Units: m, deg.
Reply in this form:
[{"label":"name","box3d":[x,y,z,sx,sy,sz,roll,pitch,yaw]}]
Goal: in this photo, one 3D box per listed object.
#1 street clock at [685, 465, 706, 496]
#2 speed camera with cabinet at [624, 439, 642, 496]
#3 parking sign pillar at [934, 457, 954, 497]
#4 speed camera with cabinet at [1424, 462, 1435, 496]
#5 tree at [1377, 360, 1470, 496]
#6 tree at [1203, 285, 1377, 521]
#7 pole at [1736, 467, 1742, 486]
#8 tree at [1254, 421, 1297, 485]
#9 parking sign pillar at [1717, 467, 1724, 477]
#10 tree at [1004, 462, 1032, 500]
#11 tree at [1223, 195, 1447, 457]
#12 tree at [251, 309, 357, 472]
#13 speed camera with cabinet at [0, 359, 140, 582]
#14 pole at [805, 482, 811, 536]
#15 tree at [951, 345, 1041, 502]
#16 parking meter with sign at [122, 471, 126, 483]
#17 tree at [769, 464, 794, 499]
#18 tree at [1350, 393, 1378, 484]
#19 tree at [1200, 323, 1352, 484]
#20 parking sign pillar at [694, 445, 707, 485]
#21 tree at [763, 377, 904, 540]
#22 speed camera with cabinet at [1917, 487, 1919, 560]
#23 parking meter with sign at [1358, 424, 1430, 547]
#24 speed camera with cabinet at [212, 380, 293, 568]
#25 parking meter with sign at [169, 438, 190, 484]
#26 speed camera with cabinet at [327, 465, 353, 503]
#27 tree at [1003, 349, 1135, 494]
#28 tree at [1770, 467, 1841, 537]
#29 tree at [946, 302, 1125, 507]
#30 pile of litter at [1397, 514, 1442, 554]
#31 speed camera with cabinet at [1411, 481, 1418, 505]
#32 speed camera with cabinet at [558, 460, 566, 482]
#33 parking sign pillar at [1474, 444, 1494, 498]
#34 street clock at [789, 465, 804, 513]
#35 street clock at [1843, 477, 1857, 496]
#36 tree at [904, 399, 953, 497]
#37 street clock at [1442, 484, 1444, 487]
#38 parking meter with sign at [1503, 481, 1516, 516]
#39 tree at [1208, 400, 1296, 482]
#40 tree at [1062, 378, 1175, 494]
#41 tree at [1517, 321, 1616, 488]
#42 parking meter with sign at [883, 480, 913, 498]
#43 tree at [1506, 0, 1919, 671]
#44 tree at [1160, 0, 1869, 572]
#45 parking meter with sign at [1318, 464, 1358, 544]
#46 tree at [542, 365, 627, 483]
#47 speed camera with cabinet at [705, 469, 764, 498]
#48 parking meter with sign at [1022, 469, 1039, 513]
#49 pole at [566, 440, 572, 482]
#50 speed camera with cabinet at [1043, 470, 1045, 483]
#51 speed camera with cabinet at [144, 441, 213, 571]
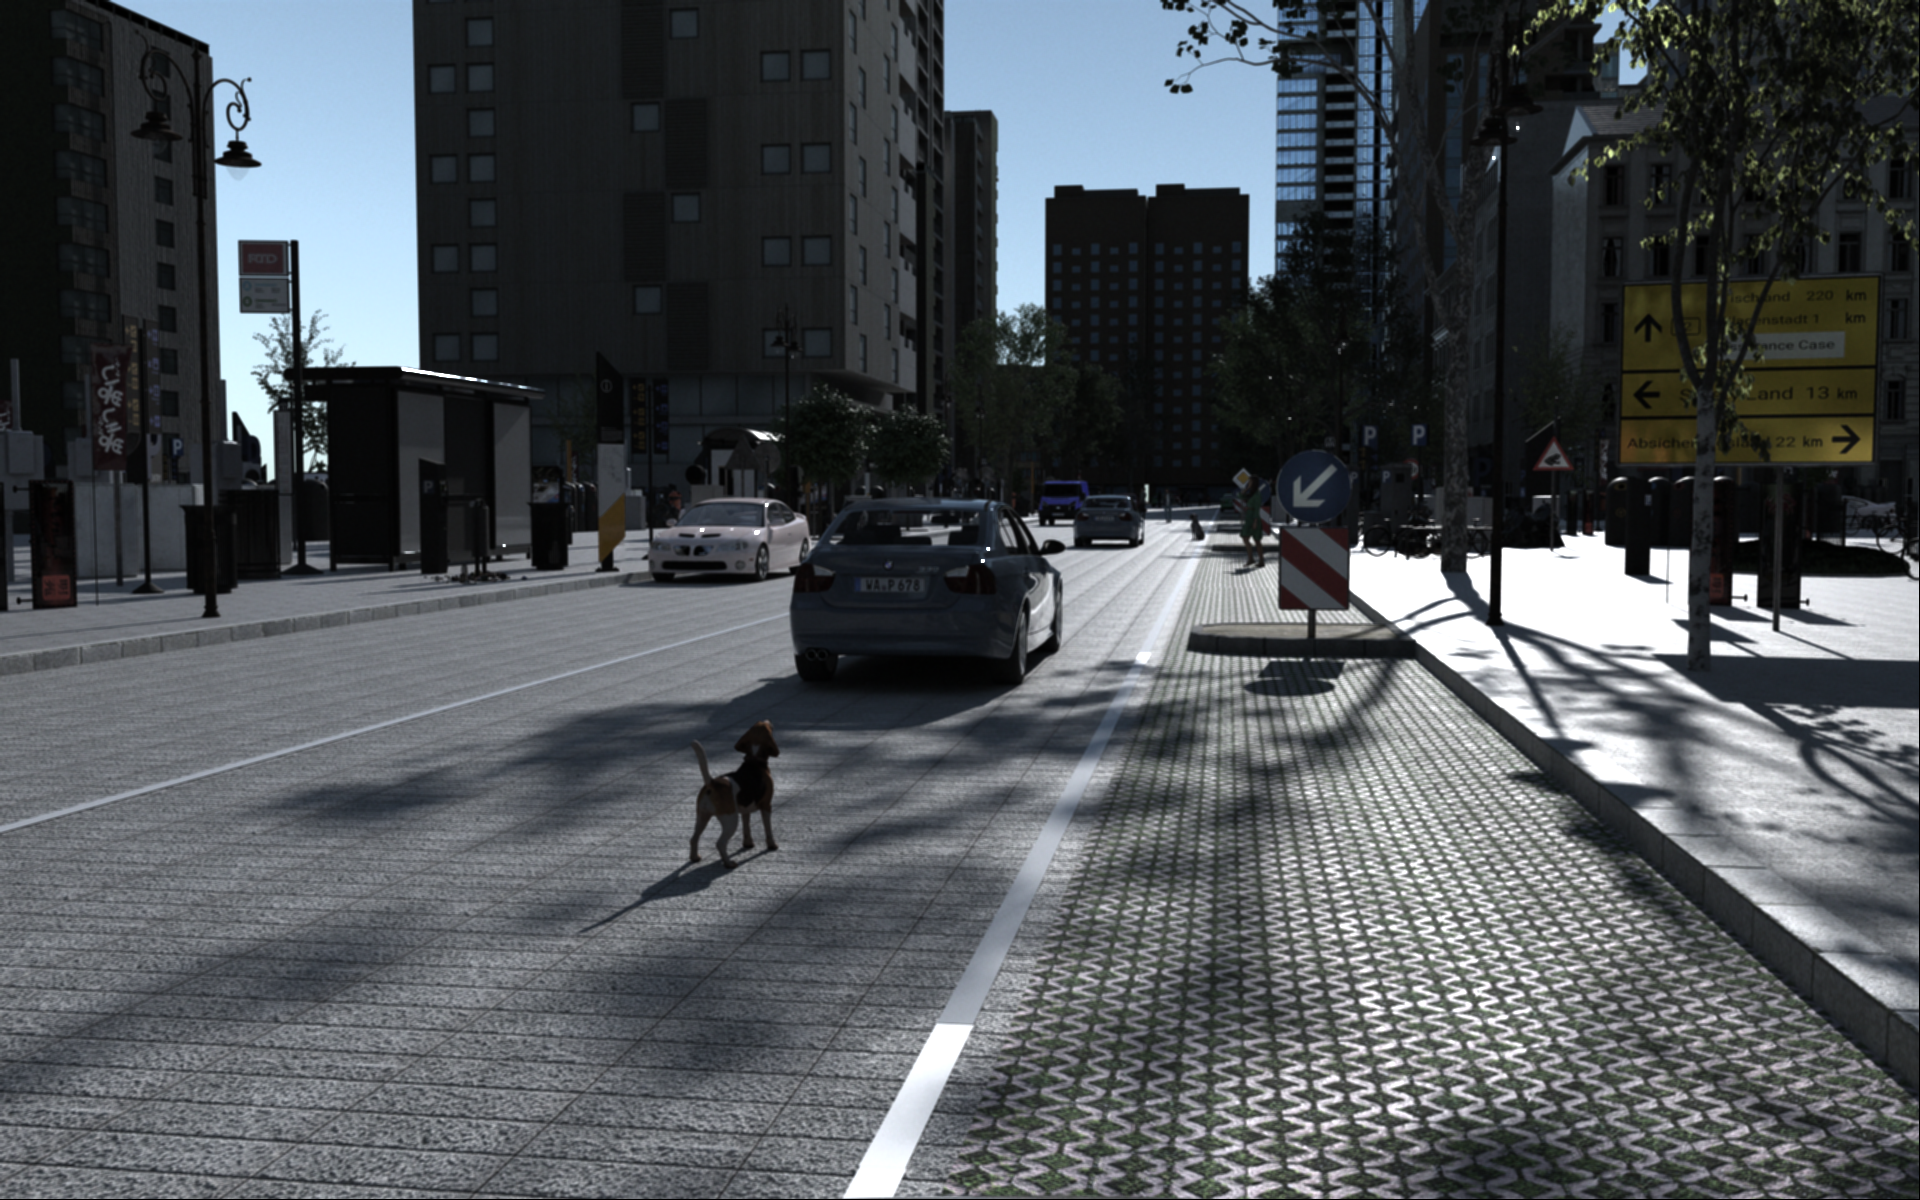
[{"label":"street clock","box3d":[-6.633,-2.382,43.518,0.471,2.002,0.358,1,4,19]},{"label":"speed camera with cabinet","box3d":[-12.195,-4.219,63.322,0.660,3.252,2.038,0,4,7]},{"label":"parking sign pillar","box3d":[-1.031,-7.494,111.006,1.447,3.967,1.447,-2,4,-31]},{"label":"speed camera with cabinet","box3d":[30.008,-6.983,108.516,2.038,3.252,0.660,0,4,-3]},{"label":"tree","box3d":[24.923,-8.733,93.150,4.737,8.622,4.395,0,3,0]},{"label":"tree","box3d":[17.889,-10.140,91.547,9.928,11.665,9.643,0,3,0]},{"label":"pole","box3d":[34.374,-5.052,76.449,0.158,3.312,0.155,0,3,0]},{"label":"tree","box3d":[23.274,-10.940,129.230,4.737,8.622,4.395,0,3,0]},{"label":"parking sign pillar","box3d":[60.983,-9.232,139.423,1.447,3.967,1.447,-2,4,-34]},{"label":"tree","box3d":[3.435,-6.547,101.637,1.663,3.219,1.824,0,3,0]},{"label":"tree","box3d":[11.749,-7.343,54.473,7.601,10.594,8.767,1,4,19]},{"label":"tree","box3d":[-25.637,-7.203,68.131,4.737,8.622,4.395,0,3,0]},{"label":"speed camera with cabinet","box3d":[-13.523,-1.939,26.044,0.660,3.252,2.038,3,5,39]},{"label":"pole","box3d":[-4.626,-3.598,52.678,0.158,3.312,0.155,0,3,0]},{"label":"tree","box3d":[1.810,-8.219,84.735,4.737,8.622,4.395,0,3,0]},{"label":"parking meter with sign","box3d":[-47.134,-6.107,96.105,1.738,3.016,0.543,0,4,4]},{"label":"tree","box3d":[-9.794,-6.515,101.128,1.663,3.219,1.824,0,3,0]},{"label":"tree","box3d":[29.748,-10.440,121.052,4.737,8.622,4.395,0,3,0]},{"label":"tree","box3d":[20.931,-12.656,113.573,9.857,13.997,8.962,0,3,0]},{"label":"parking sign pillar","box3d":[-13.958,-6.481,94.438,1.447,3.967,1.447,-3,5,-43]},{"label":"tree","box3d":[-3.841,-3.974,48.689,4.285,4.588,4.351,0,3,0]},{"label":"speed camera with cabinet","box3d":[18.957,-2.307,32.050,2.038,3.252,0.660,3,4,39]},{"label":"parking meter with sign","box3d":[10.723,-2.840,42.690,1.738,3.016,0.543,-2,4,-31]},{"label":"speed camera with cabinet","box3d":[-12.745,-2.226,30.731,0.660,3.252,2.038,1,4,15]},{"label":"parking meter with sign","box3d":[-23.693,-3.533,54.023,1.738,3.016,0.543,1,4,14]},{"label":"speed camera with cabinet","box3d":[-18.712,-3.552,52.415,0.660,3.252,2.038,-1,4,-11]},{"label":"tree","box3d":[6.434,-10.898,112.596,8.767,10.594,7.601,2,4,24]},{"label":"tree","box3d":[22.189,-3.124,45.677,1.663,3.219,1.824,0,3,0]},{"label":"tree","box3d":[2.822,-10.229,93.006,9.928,11.665,9.643,0,3,0]},{"label":"pile of litter","box3d":[10.195,-1.451,37.688,1.719,0.858,1.176,-2,4,-30]},{"label":"speed camera with cabinet","box3d":[31.965,-7.971,124.658,2.038,3.252,0.660,-2,4,-25]},{"label":"speed camera with cabinet","box3d":[-22.275,-6.421,99.323,2.038,3.252,0.660,0,4,-2]},{"label":"parking sign pillar","box3d":[27.950,-6.332,91.996,1.447,3.967,1.447,-2,4,-35]},{"label":"street clock","box3d":[-4.160,-2.399,43.796,0.358,2.002,0.471,2,4,32]},{"label":"street clock","box3d":[37.336,-4.167,72.706,0.471,2.002,0.358,-1,4,-11]},{"label":"tree","box3d":[-1.892,-4.670,60.063,4.285,4.588,4.351,0,3,0]},{"label":"street clock","box3d":[34.868,-7.367,125.013,0.471,2.002,0.358,1,4,14]},{"label":"parking meter with sign","box3d":[31.438,-6.286,99.033,1.738,3.016,0.543,1,4,22]},{"label":"tree","box3d":[29.188,-15.315,167.412,9.611,12.733,9.660,0,3,0]},{"label":"tree","box3d":[15.839,-16.495,180.060,12.009,13.543,11.850,0,3,0]},{"label":"tree","box3d":[25.221,-7.493,72.865,4.737,8.622,4.395,0,3,0]},{"label":"parking meter with sign","box3d":[-2.948,-5.019,78.325,1.738,3.016,0.543,1,4,13]},{"label":"tree","box3d":[5.619,-3.790,12.326,4.360,8.622,3.978,0,3,0]},{"label":"tree","box3d":[8.332,-10.621,29.535,12.611,20.169,13.585,0,3,0]},{"label":"parking meter with sign","box3d":[9.894,-2.949,44.473,0.543,3.016,1.738,-2,4,-30]},{"label":"tree","box3d":[-20.723,-8.915,96.126,4.737,8.622,4.395,0,3,0]},{"label":"speed camera with cabinet","box3d":[-7.954,-4.087,61.157,2.038,3.252,0.660,-2,4,-33]},{"label":"parking meter with sign","box3d":[4.629,-7.590,120.355,1.738,3.016,0.543,0,4,7]},{"label":"pole","box3d":[-14.680,-4.357,65.073,0.158,3.312,0.155,0,3,0]},{"label":"speed camera with cabinet","box3d":[6.674,-9.010,141.643,0.660,3.252,2.038,0,4,2]},{"label":"speed camera with cabinet","box3d":[-13.713,-2.114,28.898,2.038,3.252,0.660,0,4,-4]}]
